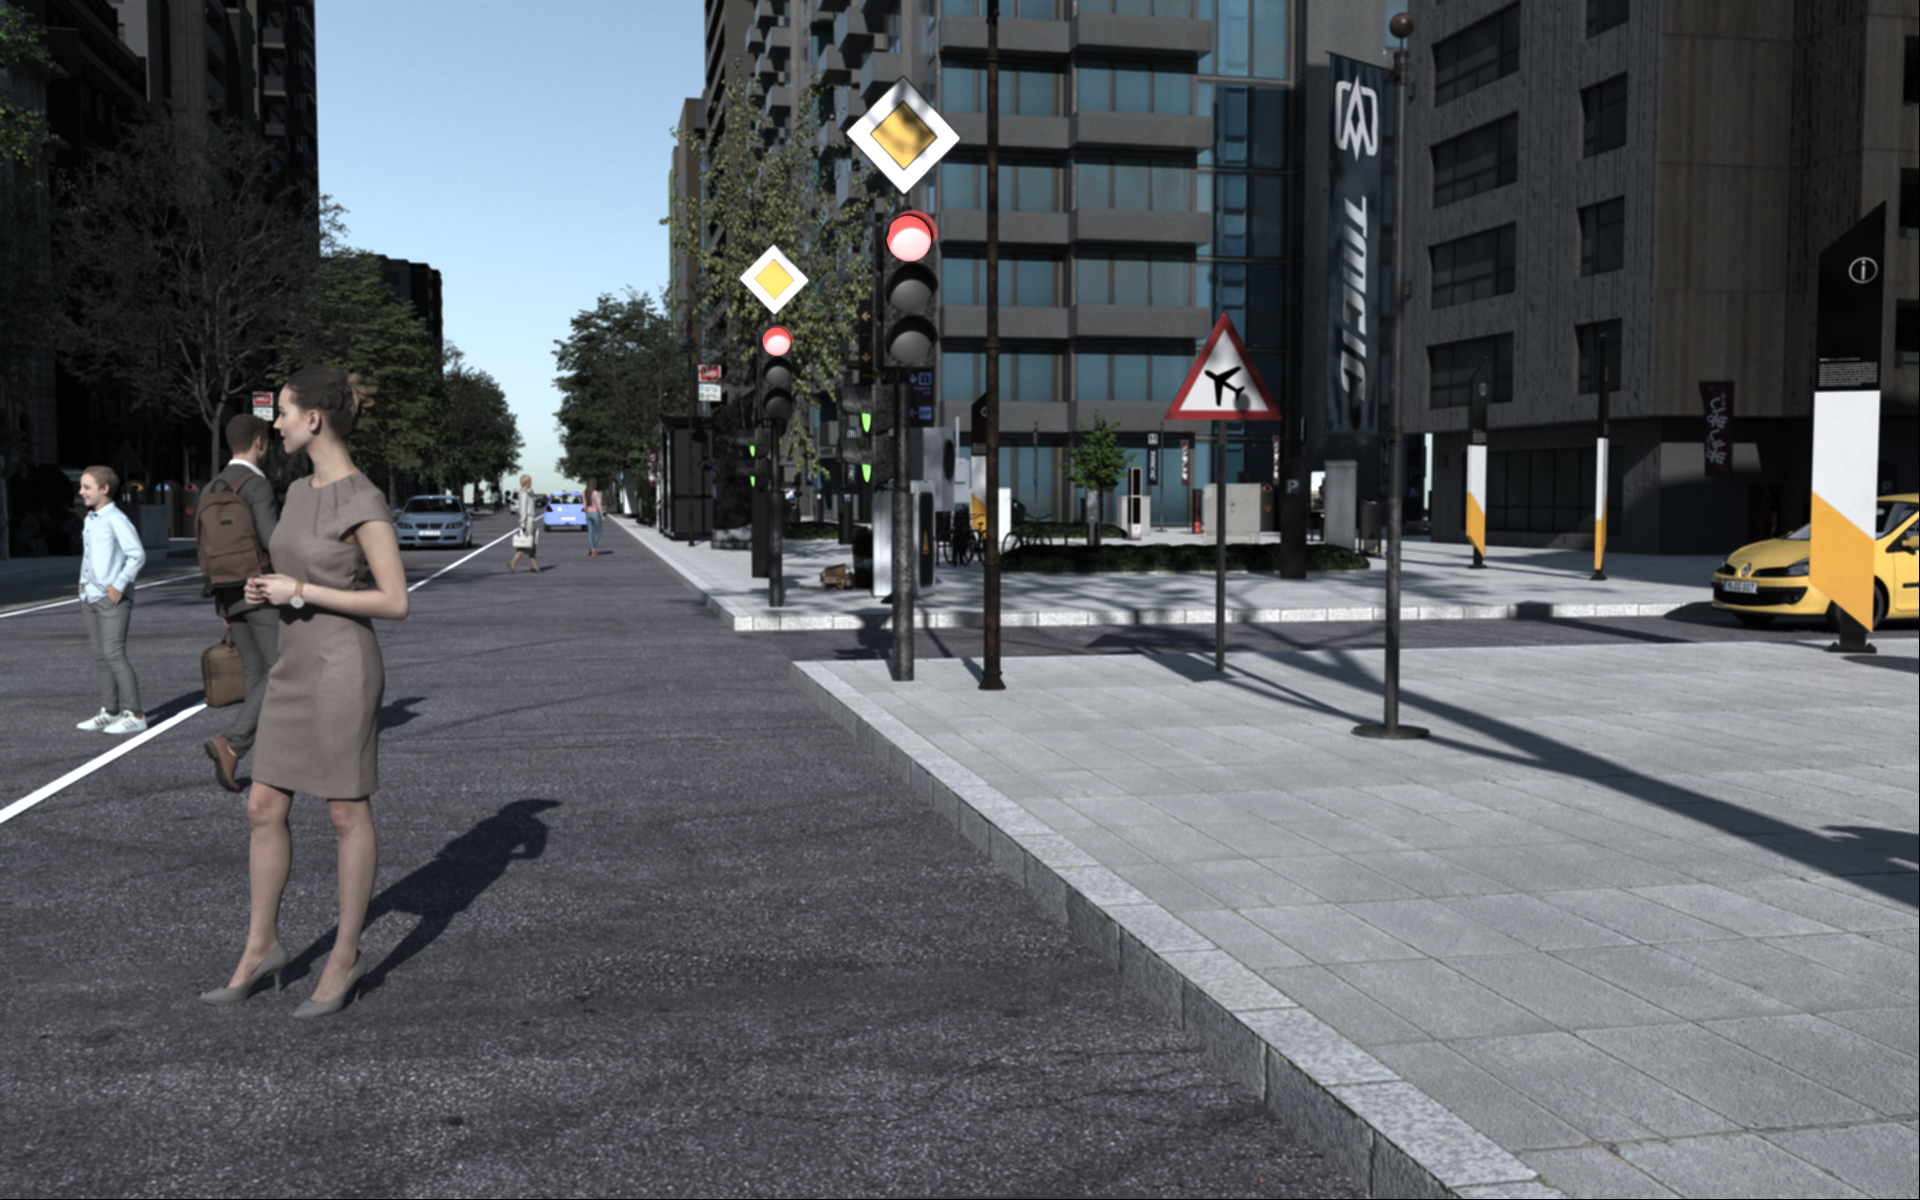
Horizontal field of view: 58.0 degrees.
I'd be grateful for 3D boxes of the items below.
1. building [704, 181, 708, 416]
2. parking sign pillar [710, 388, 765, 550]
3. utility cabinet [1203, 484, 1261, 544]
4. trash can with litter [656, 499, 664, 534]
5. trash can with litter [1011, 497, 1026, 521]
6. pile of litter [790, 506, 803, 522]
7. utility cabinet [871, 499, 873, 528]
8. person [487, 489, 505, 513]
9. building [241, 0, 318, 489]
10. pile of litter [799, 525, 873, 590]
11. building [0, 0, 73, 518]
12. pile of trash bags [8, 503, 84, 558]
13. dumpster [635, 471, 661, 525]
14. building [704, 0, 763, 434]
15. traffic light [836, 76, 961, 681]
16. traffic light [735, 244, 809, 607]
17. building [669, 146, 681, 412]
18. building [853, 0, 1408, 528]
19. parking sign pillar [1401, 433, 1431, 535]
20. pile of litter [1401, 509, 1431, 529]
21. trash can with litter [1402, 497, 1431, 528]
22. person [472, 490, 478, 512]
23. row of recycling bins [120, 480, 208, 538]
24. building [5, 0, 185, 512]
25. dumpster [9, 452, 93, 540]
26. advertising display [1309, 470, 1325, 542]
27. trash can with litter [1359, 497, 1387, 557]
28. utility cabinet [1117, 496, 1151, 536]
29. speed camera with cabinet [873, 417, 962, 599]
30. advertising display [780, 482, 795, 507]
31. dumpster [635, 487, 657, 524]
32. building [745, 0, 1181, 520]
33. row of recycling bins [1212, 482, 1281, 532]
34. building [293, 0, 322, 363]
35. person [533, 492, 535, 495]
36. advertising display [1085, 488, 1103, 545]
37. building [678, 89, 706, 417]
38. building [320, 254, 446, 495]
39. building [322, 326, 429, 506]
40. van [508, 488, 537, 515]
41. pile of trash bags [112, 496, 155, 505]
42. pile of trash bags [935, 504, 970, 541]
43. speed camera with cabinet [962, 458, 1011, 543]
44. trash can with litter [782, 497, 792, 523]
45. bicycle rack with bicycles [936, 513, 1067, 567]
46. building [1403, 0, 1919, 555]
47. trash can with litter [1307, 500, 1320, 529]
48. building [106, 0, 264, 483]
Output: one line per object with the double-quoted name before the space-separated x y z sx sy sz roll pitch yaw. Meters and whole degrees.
"building" -16.002 -23.504 155.989 14.160 30.474 14.107 -1 4 -12
"parking sign pillar" -5.139 -3.190 40.624 1.447 3.967 1.447 -2 4 -23
"utility cabinet" 5.726 -1.703 36.518 1.173 1.500 0.318 2 4 35
"trash can with litter" -9.617 -2.739 56.171 0.624 1.170 1.055 -1 4 -19
"trash can with litter" 2.073 -2.738 56.146 1.055 1.170 0.624 0 4 -7
"pile of litter" -5.852 -2.972 62.555 1.719 0.858 1.176 -1 4 -23
"utility cabinet" -1.257 -1.008 27.647 0.306 1.237 1.020 0 4 -5
"person" -34.415 -7.340 128.495 1.348 1.826 0.705 -2 4 -31
"building" -55.162 -28.108 114.190 22.147 44.769 28.867 -1 4 -12
"pile of litter" -1.414 -0.599 23.753 1.719 0.858 1.176 -1 4 -13
"building" -36.971 -12.838 51.696 13.314 21.916 24.055 -1 4 -12
"pile of trash bags" -19.807 -1.631 36.412 3.447 1.369 1.912 3 5 40
"dumpster" -12.682 -4.239 71.800 1.502 2.255 1.985 -1 4 -12
"building" -8.825 -31.497 138.684 21.300 48.544 21.600 -1 4 -12
"traffic light" -0.410 -1.400 11.814 0.839 4.253 0.868 -1 4 -12
"traffic light" -2.117 -1.877 19.616 0.839 4.253 0.868 -1 4 -12
"building" -27.296 -32.041 207.469 14.154 41.232 14.086 -1 4 -12
"building" 5.687 -28.026 77.841 23.786 49.044 30.456 -1 4 -12
"parking sign pillar" 14.340 -4.035 54.451 1.447 3.967 1.447 1 4 20
"pile of litter" 15.852 -2.835 60.313 1.176 0.858 1.719 -2 4 -34
"trash can with litter" 16.254 -3.085 61.831 1.055 1.170 0.624 0 4 -3
"person" -39.192 -7.996 139.924 0.721 1.739 1.217 -2 4 -31
"row of recycling bins" -22.638 -2.647 50.399 3.534 1.692 1.069 0 4 1
"building" -40.527 -14.775 71.252 12.332 23.373 15.834 -1 4 -12
"dumpster" -21.112 -2.308 40.230 1.502 2.255 1.985 -1 4 -12
"advertising display" 9.797 -2.505 46.176 0.974 1.923 0.123 2 4 32
"trash can with litter" 8.095 -1.514 35.818 2.233 1.210 1.678 -2 4 -23
"utility cabinet" 5.265 -2.530 52.534 1.020 1.237 0.306 -2 4 -25
"speed camera with cabinet" -0.562 -1.696 22.059 0.660 3.252 2.038 1 4 13
"advertising display" -9.242 -5.347 92.634 0.974 1.923 0.123 -3 5 -40
"dumpster" -13.515 -4.268 75.536 1.264 1.857 1.865 -1 4 -12
"building" -2.122 -30.210 113.539 23.786 49.044 30.456 -1 4 -12
"row of recycling bins" 9.847 -3.151 58.638 3.534 1.692 1.069 -2 4 -27
"building" -60.246 -42.771 137.551 20.563 71.187 20.611 -1 4 -12
"person" -54.246 -12.900 220.136 1.217 1.743 0.721 -1 4 -15
"advertising display" 3.231 -2.235 41.761 0.123 1.923 0.974 -1 4 -14
"building" -23.917 -33.240 193.584 14.600 45.320 14.200 -1 4 -12
"building" -71.260 -26.982 212.851 14.160 30.474 14.107 -1 4 -12
"building" -74.048 -21.102 190.052 27.650 21.520 28.899 -1 4 -12
"van" -30.787 -7.031 121.970 2.013 2.044 4.112 -1 4 -12
"pile of trash bags" -21.611 -2.118 44.387 1.912 1.369 3.447 -1 4 -15
"pile of trash bags" 0.210 -2.324 47.743 1.912 1.369 3.447 -1 4 -19
"speed camera with cabinet" 0.366 -3.098 44.983 2.038 3.252 0.660 -3 4 -37
"trash can with litter" -5.917 -2.948 59.580 0.624 1.170 1.055 -2 4 -34
"bicycle rack with bicycles" 0.587 -1.101 31.391 2.852 0.926 2.925 2 4 27
"building" 19.789 -16.394 39.737 14.107 30.474 14.160 -1 4 -12
"trash can with litter" 12.842 -3.159 63.031 0.624 1.170 1.055 0 4 7
"building" -46.846 -19.742 94.486 14.160 30.474 14.107 -1 4 -12
